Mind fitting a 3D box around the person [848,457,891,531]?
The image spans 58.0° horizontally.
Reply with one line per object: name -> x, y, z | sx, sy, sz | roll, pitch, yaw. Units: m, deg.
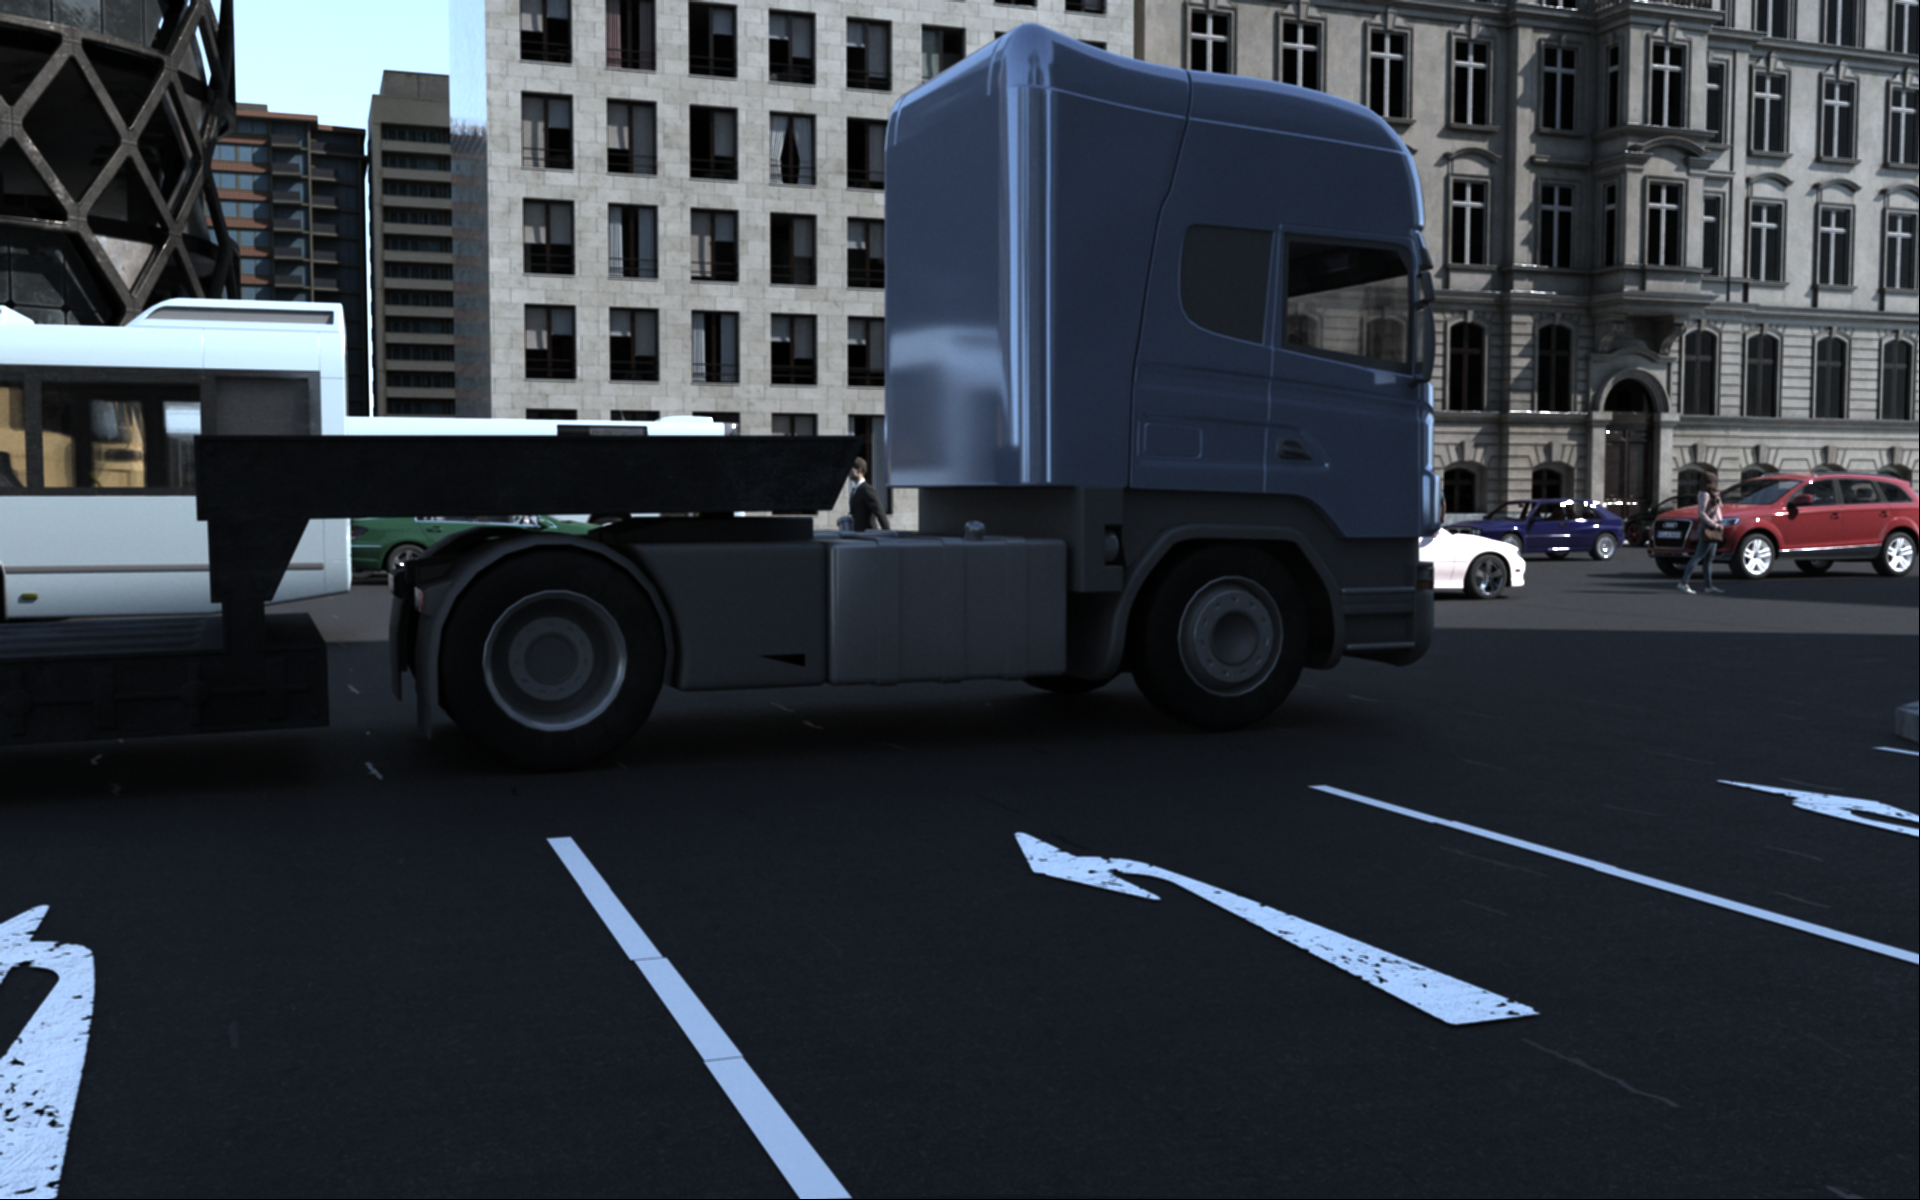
person -> -1.147, -0.697, 19.674 | 0.755, 1.850, 0.659 | -1, 4, -14

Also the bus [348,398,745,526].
bus -> -10.377, -2.529, 36.207 | 13.247, 3.499, 2.948 | -1, 4, -22

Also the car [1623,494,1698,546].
car -> 19.765, -2.263, 46.793 | 2.009, 1.686, 4.222 | -1, 4, -20

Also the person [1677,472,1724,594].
person -> 10.703, -0.972, 24.981 | 0.643, 1.750, 0.593 | 1, 4, 22

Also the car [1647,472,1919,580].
car -> 14.518, -1.326, 30.350 | 5.304, 1.827, 2.281 | -1, 4, -20

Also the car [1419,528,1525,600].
car -> 5.487, -0.700, 23.806 | 4.827, 1.381, 2.083 | -1, 4, -21

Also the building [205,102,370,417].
building -> -82.032, -33.114, 196.041 | 28.867, 44.769, 22.147 | -1, 4, -21

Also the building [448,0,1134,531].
building -> -5.045, -11.840, 48.330 | 16.860, 20.320, 10.420 | -1, 4, -21

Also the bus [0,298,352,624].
bus -> -12.478, -1.261, 15.471 | 13.247, 3.499, 2.948 | -1, 4, -19

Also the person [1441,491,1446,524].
person -> 11.057, -1.952, 40.536 | 0.598, 1.807, 0.434 | 0, 4, -3

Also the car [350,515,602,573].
car -> -7.690, -1.022, 28.511 | 4.920, 1.459, 2.131 | -1, 4, -20

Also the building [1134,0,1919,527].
building -> 19.126, -14.685, 59.192 | 34.723, 24.649, 14.460 | -1, 4, -21

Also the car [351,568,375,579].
car -> -11.703, -1.051, 29.549 | 4.827, 1.381, 2.083 | -1, 4, -21

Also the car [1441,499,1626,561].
car -> 12.383, -1.527, 37.553 | 3.894, 1.354, 1.945 | -1, 4, -20

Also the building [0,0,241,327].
building -> -27.136, -10.761, 43.396 | 16.811, 18.784, 16.820 | -1, 4, -21

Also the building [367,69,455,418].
building -> -58.274, -35.518, 204.424 | 21.600, 48.544, 21.300 | -1, 4, -21

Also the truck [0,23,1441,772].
truck -> -5.364, -1.156, 8.652 | 18.799, 4.110, 2.967 | -1, 4, -22

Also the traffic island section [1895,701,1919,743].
traffic island section -> 6.743, 0.784, 9.460 | 2.009, 0.180, 2.903 | -1, 4, -21
